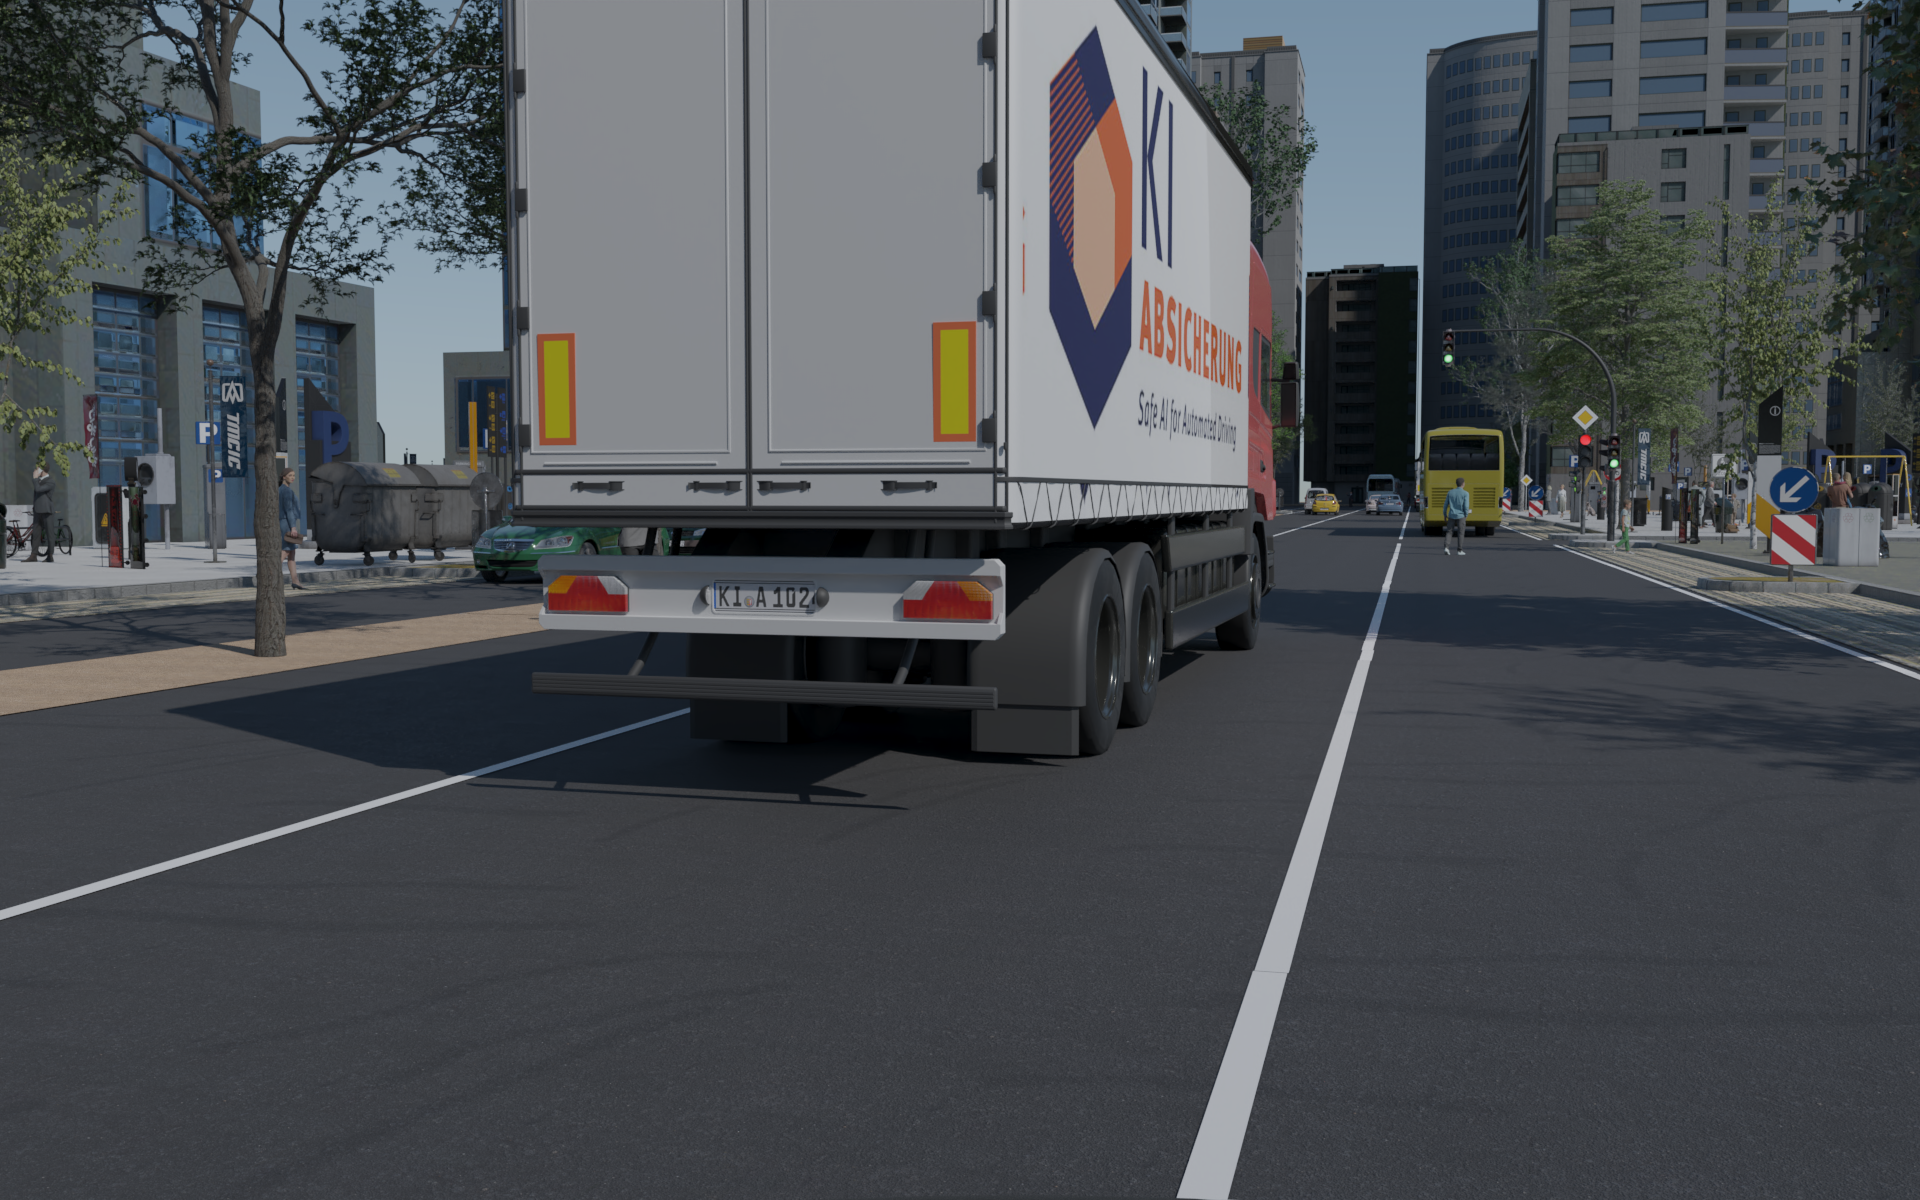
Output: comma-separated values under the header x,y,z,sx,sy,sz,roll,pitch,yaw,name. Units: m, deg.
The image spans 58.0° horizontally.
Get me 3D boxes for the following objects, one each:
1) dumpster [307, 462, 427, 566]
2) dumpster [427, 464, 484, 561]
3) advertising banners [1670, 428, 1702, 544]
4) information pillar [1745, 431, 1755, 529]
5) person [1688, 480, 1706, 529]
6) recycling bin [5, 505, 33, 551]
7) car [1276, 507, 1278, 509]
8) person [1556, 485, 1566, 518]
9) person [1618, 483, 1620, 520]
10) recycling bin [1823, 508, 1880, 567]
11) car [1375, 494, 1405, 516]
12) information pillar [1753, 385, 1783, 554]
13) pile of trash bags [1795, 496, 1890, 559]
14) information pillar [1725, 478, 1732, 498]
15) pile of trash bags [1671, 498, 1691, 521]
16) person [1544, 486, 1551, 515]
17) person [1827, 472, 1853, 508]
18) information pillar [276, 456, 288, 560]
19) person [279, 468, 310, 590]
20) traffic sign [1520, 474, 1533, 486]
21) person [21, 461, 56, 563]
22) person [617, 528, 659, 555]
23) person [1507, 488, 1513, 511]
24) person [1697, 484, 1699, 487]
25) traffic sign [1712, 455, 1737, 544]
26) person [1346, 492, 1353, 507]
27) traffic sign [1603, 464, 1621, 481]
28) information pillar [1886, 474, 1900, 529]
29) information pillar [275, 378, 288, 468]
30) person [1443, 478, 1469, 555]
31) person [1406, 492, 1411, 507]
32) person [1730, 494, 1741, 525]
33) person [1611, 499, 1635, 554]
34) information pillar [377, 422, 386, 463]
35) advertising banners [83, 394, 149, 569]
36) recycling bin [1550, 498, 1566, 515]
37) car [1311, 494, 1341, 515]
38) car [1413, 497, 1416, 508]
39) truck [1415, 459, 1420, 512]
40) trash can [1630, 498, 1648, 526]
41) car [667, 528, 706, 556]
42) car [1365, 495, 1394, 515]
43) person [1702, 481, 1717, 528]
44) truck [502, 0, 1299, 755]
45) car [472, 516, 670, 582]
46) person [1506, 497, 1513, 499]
x,y,z,sx,sy,sz,roll,pitch,yaw,name
-10.860,-1.582,31.617,1.264,1.857,1.865,1,4,15,dumpster
-10.286,-1.722,33.918,1.264,1.857,1.865,1,4,15,dumpster
18.884,-2.994,45.142,0.090,3.025,2.074,0,4,2,advertising banners
29.294,-4.435,63.867,0.504,3.616,0.183,0,4,6,information pillar
27.323,-3.557,64.306,0.635,1.810,0.391,0,4,7,person
-21.428,-1.632,39.235,0.722,1.027,0.722,-1,4,-14,recycling bin
28.613,-9.250,161.020,2.009,1.686,4.222,1,4,15,car
32.529,-5.342,93.618,0.478,1.798,0.641,3,5,44,person
29.083,-4.270,76.037,0.526,1.800,0.537,3,5,40,person
15.901,-1.122,30.905,0.722,1.027,0.722,0,4,7,recycling bin
28.919,-6.397,116.590,2.014,1.417,4.499,1,4,14,car
17.445,-2.811,37.317,0.504,3.616,0.183,1,4,22,information pillar
18.508,-1.553,35.142,3.447,1.369,1.912,3,4,38,pile of trash bags
35.956,-4.691,81.185,0.304,2.012,0.304,-2,4,-25,information pillar
34.259,-4.386,81.470,1.912,1.369,3.447,1,4,19,pile of trash bags
35.661,-6.050,105.151,0.537,1.800,0.526,-3,5,-40,person
22.227,-2.302,43.662,0.580,1.828,0.573,-1,4,-18,person
-13.304,-1.788,33.734,0.304,2.012,0.304,3,5,41,information pillar
-9.970,-1.042,25.556,0.654,1.822,0.581,-1,4,-18,person
37.972,-7.117,116.091,0.795,2.593,0.064,1,4,16,traffic sign
-17.259,-1.657,32.491,0.648,1.900,0.474,2,4,29,person
-3.392,-0.595,18.406,0.592,1.802,0.473,-3,4,-36,person
41.867,-7.650,132.040,0.530,1.710,0.541,0,4,0,person
36.454,-4.853,85.402,0.620,1.820,0.660,1,4,21,person
19.533,-2.581,44.323,0.606,2.300,0.079,1,4,15,traffic sign
43.465,-11.249,193.224,0.742,1.727,0.445,1,4,10,person
25.824,-4.182,68.477,0.768,2.556,0.104,1,4,19,traffic sign
34.306,-3.624,63.743,0.304,2.012,0.304,-1,4,-18,information pillar
-13.597,-2.655,34.759,0.183,3.616,0.504,0,4,-5,information pillar
11.689,-1.980,40.898,0.660,1.820,0.620,3,4,37,person
51.485,-11.558,198.934,0.593,1.643,0.415,1,4,9,person
29.866,-3.457,66.840,0.475,1.303,0.640,1,4,18,person
15.791,-1.742,41.231,0.590,1.304,0.306,0,4,-3,person
-18.692,-3.953,55.981,0.183,3.616,0.504,-3,5,-41,information pillar
-14.644,-2.068,29.998,2.074,3.025,0.090,3,4,38,advertising banners
37.211,-5.828,107.839,0.722,1.027,0.722,-2,4,-32,recycling bin
24.919,-6.591,117.987,2.015,1.641,3.980,1,4,15,car
46.896,-10.160,175.159,2.155,1.783,4.494,1,4,15,car
38.708,-9.370,142.117,2.839,4.237,11.283,1,4,16,truck
26.956,-3.494,68.783,0.748,1.137,0.748,0,3,0,trash can
-5.004,-1.559,35.279,2.009,1.686,4.222,1,4,15,car
29.697,-6.734,122.457,2.083,1.381,4.827,1,4,15,car
28.683,-3.649,66.097,0.834,1.777,0.661,1,4,9,person
0.655,-1.470,12.946,2.839,4.237,11.283,1,4,16,truck
-6.567,-1.093,29.669,2.131,1.459,4.920,1,4,13,car
48.978,-9.116,155.186,1.348,1.812,0.705,-2,4,-27,person
